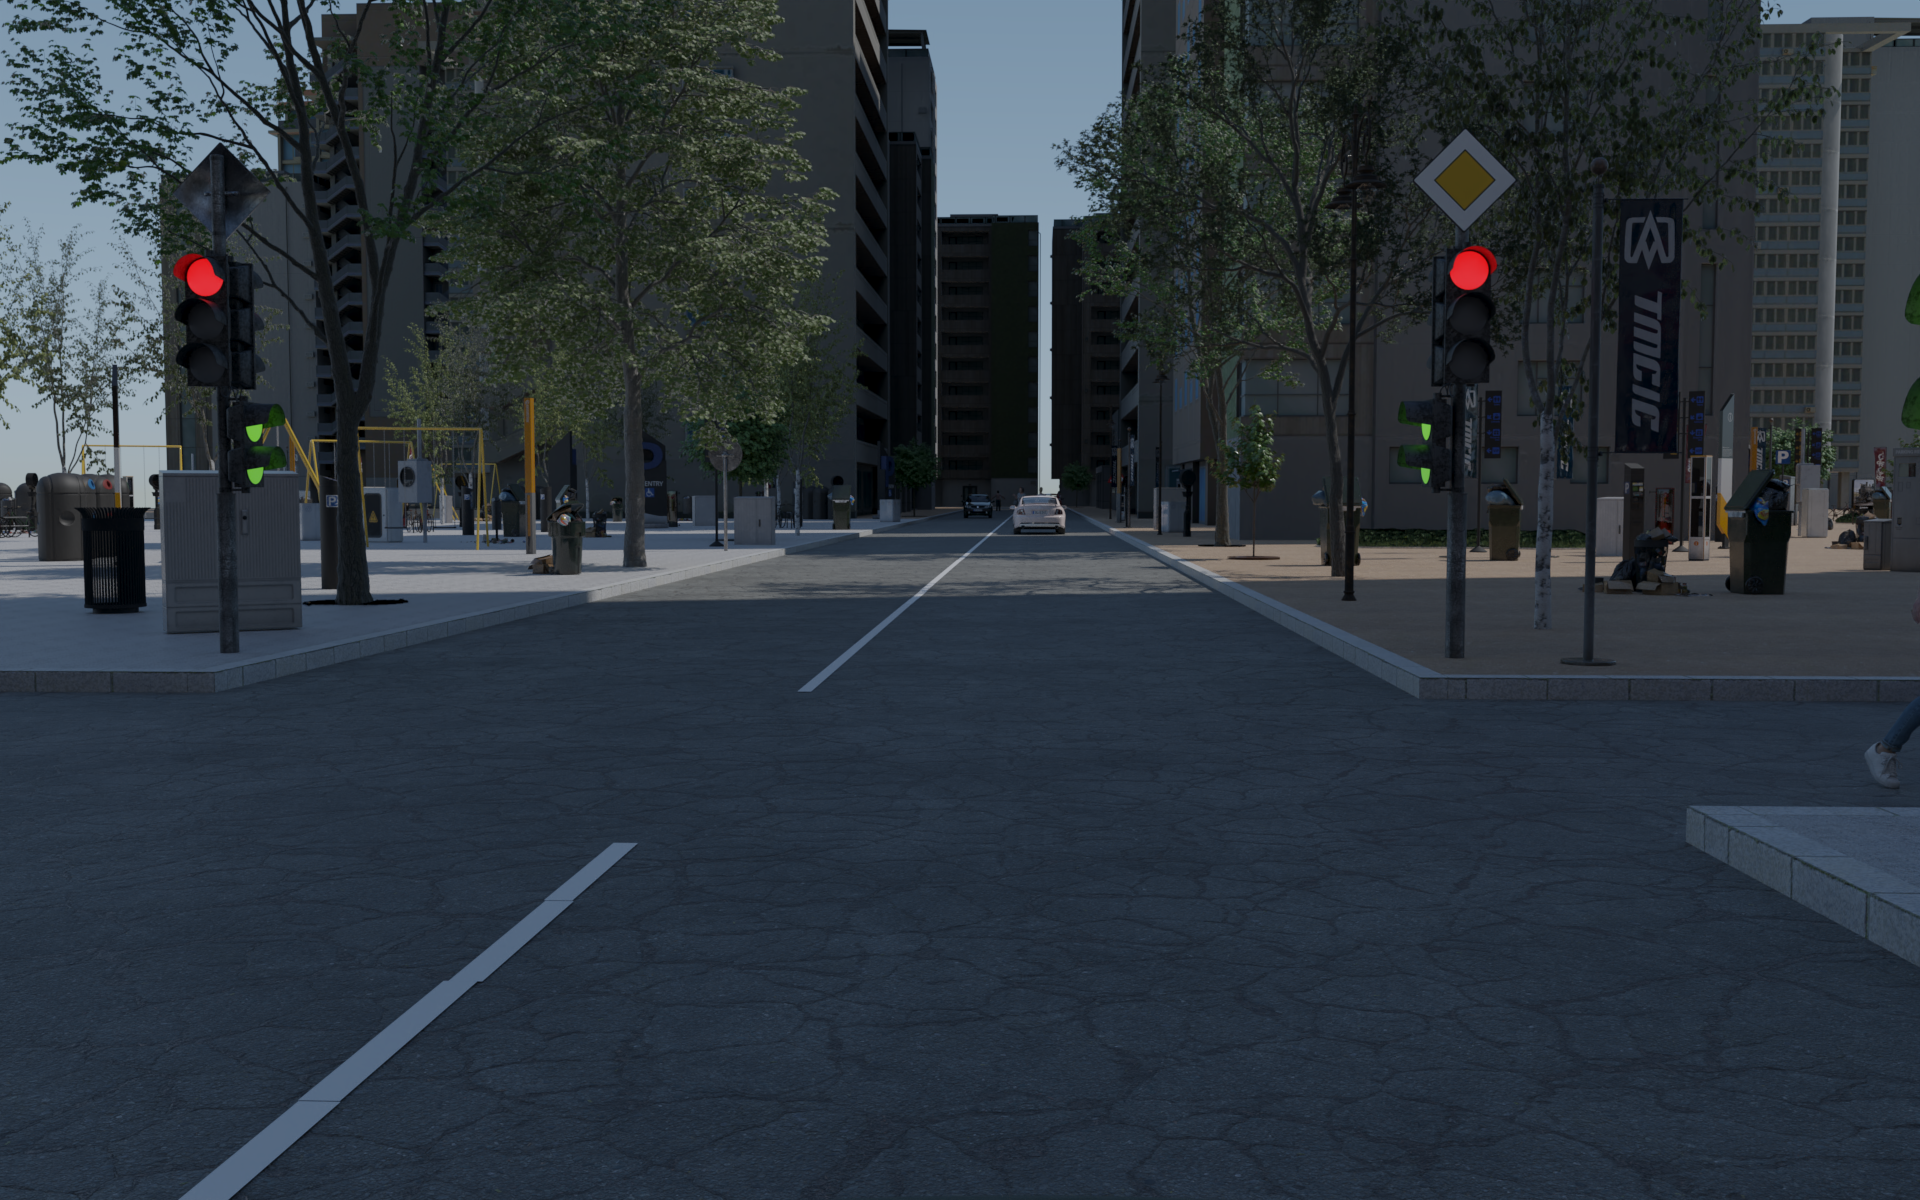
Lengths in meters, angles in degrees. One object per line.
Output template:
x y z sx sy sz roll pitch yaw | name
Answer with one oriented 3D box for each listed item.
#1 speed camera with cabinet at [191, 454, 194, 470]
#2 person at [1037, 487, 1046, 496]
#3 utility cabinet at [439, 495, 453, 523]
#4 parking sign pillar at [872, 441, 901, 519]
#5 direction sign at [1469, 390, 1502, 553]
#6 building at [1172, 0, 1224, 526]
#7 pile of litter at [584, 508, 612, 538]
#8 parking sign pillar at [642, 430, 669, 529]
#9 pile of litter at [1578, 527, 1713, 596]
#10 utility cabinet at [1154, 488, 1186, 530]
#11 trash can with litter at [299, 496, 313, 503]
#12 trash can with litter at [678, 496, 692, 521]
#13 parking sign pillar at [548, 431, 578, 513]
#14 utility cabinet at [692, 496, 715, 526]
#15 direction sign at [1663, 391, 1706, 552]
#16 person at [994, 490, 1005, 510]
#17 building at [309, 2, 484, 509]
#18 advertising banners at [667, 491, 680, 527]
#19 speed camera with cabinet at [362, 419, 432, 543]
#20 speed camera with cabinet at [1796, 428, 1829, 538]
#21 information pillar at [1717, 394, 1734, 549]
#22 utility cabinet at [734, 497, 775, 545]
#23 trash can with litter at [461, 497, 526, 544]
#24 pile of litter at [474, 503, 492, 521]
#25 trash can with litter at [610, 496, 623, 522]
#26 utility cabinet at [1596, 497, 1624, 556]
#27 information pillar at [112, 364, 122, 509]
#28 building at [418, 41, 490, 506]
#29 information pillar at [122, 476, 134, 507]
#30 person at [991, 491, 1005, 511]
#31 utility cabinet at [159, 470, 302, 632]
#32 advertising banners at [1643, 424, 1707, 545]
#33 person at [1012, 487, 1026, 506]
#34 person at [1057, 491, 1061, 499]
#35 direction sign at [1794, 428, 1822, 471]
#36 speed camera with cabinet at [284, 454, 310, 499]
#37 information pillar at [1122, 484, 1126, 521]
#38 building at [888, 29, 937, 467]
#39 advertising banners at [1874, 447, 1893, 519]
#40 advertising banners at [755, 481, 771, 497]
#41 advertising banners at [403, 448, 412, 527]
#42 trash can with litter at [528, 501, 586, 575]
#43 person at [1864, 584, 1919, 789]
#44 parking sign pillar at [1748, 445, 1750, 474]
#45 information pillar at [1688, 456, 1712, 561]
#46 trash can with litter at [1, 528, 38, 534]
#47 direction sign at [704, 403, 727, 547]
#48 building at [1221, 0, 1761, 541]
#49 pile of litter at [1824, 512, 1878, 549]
-36.970 -5.562 85.282 2.038 3.252 0.660 -1 4 -12 | speed camera with cabinet
3.690 -4.030 75.056 0.731 1.740 0.598 -3 5 -40 | person
-22.639 -3.985 76.312 0.306 1.237 1.020 -2 4 -32 | utility cabinet
-3.773 -6.134 88.755 1.447 3.967 1.447 1 4 21 | parking sign pillar
11.416 -2.817 38.047 0.876 3.537 0.379 1 4 19 | direction sign
16.885 -26.008 75.344 14.600 45.320 14.200 0 4 3 | building
-10.949 -2.296 51.512 1.176 0.858 1.719 0 4 -8 | pile of litter
-11.677 -4.678 64.962 1.447 3.967 1.447 -1 4 -17 | parking sign pillar
8.826 -0.514 22.365 1.176 0.858 1.719 -1 4 -22 | pile of litter
7.434 -3.206 61.099 1.173 1.500 0.318 -1 4 -12 | utility cabinet
-26.285 -3.511 68.467 2.233 1.210 1.678 -3 5 -43 | trash can with litter
-12.704 -4.352 82.218 2.233 1.210 1.678 2 4 30 | trash can with litter
-17.098 -5.264 74.534 1.447 3.967 1.447 2 4 32 | parking sign pillar
-10.237 -3.573 69.572 1.020 1.237 0.306 -2 4 -34 | utility cabinet
15.981 -2.831 38.284 0.876 3.537 0.379 3 5 43 | direction sign
3.243 -8.405 146.650 1.217 1.736 0.721 -1 4 -9 | person
-48.751 -30.997 156.912 14.200 45.320 14.600 0 4 3 | building
-11.805 -4.343 67.200 2.074 3.025 0.090 1 4 21 | advertising banners
-14.902 -3.144 45.739 2.038 3.252 0.660 2 4 28 | speed camera with cabinet
25.404 -3.502 51.601 0.660 3.252 2.038 1 4 17 | speed camera with cabinet
17.827 -2.996 40.335 0.504 3.616 0.183 -3 4 -37 | information pillar
-5.197 -1.997 43.812 1.020 1.237 0.306 1 4 16 | utility cabinet
-12.247 -2.097 45.338 1.678 1.210 2.233 -1 4 -14 | trash can with litter
-22.272 -4.111 81.182 1.719 0.858 1.176 2 4 30 | pile of litter
-15.900 -4.197 80.013 0.624 1.170 1.055 -1 4 -17 | trash can with litter
13.642 -1.513 35.897 0.306 1.237 1.020 -1 4 -21 | utility cabinet
-15.148 -2.433 31.128 0.183 3.616 0.504 -2 4 -24 | information pillar
-28.913 -27.889 147.869 23.993 40.220 32.217 0 4 3 | building
-33.877 -4.042 70.570 0.304 2.012 0.304 2 4 34 | information pillar
3.163 -8.314 145.142 1.217 1.736 0.721 -1 4 -12 | person
-6.800 -0.458 16.172 1.173 1.500 0.318 -2 4 -31 | utility cabinet
17.847 -2.917 43.880 0.090 3.025 2.074 -3 5 -45 | advertising banners
2.789 -4.511 82.615 0.716 1.782 0.532 3 5 40 | person
9.213 -9.306 161.329 0.621 1.740 0.551 -1 4 -9 | person
29.124 -4.131 59.537 0.379 3.537 0.876 -3 5 -45 | direction sign
-32.946 -5.597 85.845 2.038 3.252 0.660 3 5 43 | speed camera with cabinet
7.719 -4.766 82.413 0.304 2.012 0.304 1 4 13 | information pillar
-9.155 -28.889 155.926 14.086 41.232 14.154 0 4 3 | building
34.545 -4.131 63.724 0.090 3.025 2.074 -2 4 -28 | advertising banners
-9.649 -5.450 85.299 0.090 3.025 2.074 1 4 16 | advertising banners
-20.847 -4.196 64.788 0.090 3.025 2.074 0 4 6 | advertising banners
-6.485 -0.996 27.669 1.055 1.170 0.624 2 4 33 | trash can with litter
4.716 0.050 8.363 0.598 1.740 0.731 3 5 39 | person
35.126 -5.454 77.646 1.447 3.967 1.447 0 4 -4 | parking sign pillar
14.194 -1.757 33.215 0.304 2.012 0.304 3 5 44 | information pillar
-30.438 -2.744 55.928 2.233 1.210 1.678 0 4 7 | trash can with litter
-5.949 -3.075 42.266 0.379 3.537 0.876 -3 5 -45 | direction sign
15.088 -22.620 53.426 14.154 41.232 14.086 0 4 3 | building
21.142 -1.613 40.335 1.719 0.858 1.176 3 5 40 | pile of litter
